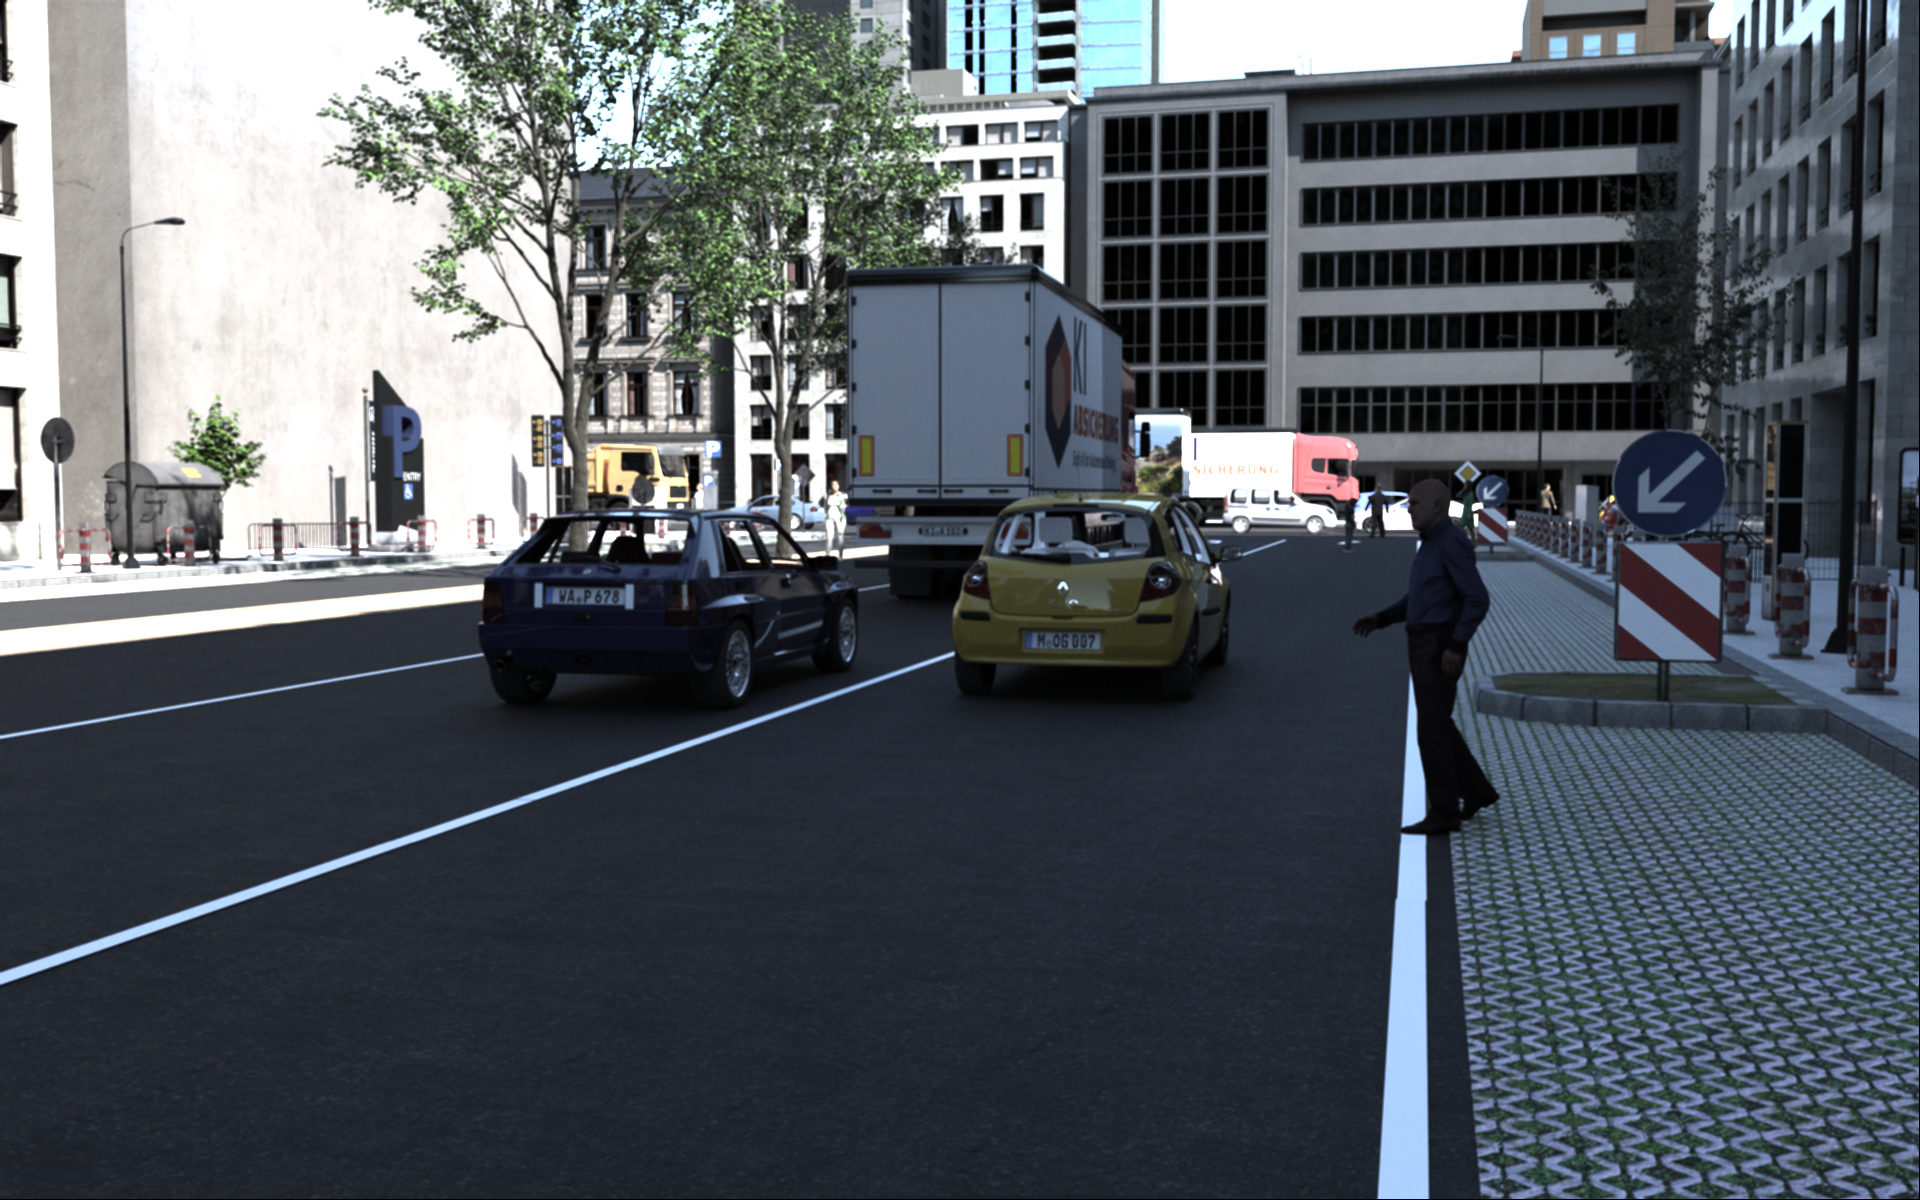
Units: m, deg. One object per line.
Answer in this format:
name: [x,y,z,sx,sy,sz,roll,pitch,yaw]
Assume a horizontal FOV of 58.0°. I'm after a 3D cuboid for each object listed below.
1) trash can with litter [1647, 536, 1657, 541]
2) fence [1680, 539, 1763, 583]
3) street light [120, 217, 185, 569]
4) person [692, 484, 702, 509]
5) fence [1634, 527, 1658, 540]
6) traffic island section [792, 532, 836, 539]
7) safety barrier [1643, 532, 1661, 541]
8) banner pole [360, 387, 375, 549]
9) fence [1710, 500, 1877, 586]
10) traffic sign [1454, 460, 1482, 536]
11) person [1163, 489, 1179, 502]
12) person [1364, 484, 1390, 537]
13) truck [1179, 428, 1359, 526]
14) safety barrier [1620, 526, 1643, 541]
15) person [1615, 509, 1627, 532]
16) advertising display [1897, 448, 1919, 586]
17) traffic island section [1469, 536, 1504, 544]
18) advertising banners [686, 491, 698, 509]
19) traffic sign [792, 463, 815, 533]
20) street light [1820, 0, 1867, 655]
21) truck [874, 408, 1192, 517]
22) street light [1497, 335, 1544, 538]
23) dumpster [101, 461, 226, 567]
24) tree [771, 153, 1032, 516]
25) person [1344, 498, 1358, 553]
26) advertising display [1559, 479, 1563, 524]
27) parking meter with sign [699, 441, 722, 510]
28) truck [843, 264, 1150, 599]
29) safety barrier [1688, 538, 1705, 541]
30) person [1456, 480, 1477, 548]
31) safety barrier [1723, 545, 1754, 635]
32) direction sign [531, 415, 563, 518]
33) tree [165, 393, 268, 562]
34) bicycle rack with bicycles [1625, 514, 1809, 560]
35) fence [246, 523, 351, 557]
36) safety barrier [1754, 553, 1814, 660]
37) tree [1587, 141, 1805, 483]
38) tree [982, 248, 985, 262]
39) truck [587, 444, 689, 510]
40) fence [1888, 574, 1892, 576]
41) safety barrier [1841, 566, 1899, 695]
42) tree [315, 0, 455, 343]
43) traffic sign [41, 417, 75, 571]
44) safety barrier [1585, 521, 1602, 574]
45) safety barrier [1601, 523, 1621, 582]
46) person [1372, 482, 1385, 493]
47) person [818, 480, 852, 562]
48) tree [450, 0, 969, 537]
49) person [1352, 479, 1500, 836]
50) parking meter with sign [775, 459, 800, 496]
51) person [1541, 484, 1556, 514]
trash can with litter: [17.583,-1.973,43.643,0.624,1.170,1.055,-1,4,-8]
fence: [9.957,-0.429,22.386,0.278,0.683,2.069,-1,4,-16]
street light: [-13.659,-3.472,29.312,1.470,5.913,1.316,1,4,15]
person: [-9.440,-3.326,63.109,0.641,1.798,0.478,-2,4,-32]
fence: [17.201,-1.616,41.799,0.278,0.683,2.069,-3,5,-40]
traffic island section: [-5.115,-2.090,56.459,2.009,0.180,2.903,1,4,15]
safety barrier: [8.373,-0.386,20.584,0.300,0.817,1.120,1,4,15]
banner pole: [-13.912,-3.116,40.956,0.401,3.779,0.863,1,4,9]
fence: [11.571,-0.800,24.286,2.264,1.192,0.480,0,4,-1]
traffic sign: [14.956,-2.900,51.063,0.795,2.450,0.064,1,4,15]
person: [5.106,-1.914,42.007,0.590,1.554,0.614,2,4,25]
person: [13.770,-2.950,57.287,0.990,1.755,0.434,-1,4,-17]
truck: [12.123,-5.252,74.789,11.283,4.237,2.839,1,4,15]
safety barrier: [9.003,-0.532,22.966,0.300,0.817,1.120,1,4,15]
person: [21.535,-2.900,56.249,0.599,1.781,0.374,1,4,22]
advertising display: [13.426,-1.137,23.798,0.123,1.923,0.974,-3,5,-43]
traffic island section: [14.981,-1.765,51.134,2.009,0.180,2.903,1,4,15]
advertising banners: [-13.603,-5.551,86.948,0.090,3.025,2.074,-3,4,-37]
traffic sign: [-5.090,-3.226,56.391,0.795,2.450,0.064,1,4,15]
street light: [6.635,-2.535,13.988,1.470,5.913,1.316,1,4,15]
truck: [2.082,-4.278,58.863,11.283,4.237,2.839,1,4,14]
street light: [16.392,-4.776,50.635,1.470,5.913,1.316,1,4,15]
dumpster: [-14.408,-1.566,31.370,1.264,1.857,1.865,1,4,15]
tree: [-1.183,-6.656,45.702,8.767,10.594,7.601,1,4,15]
person: [9.499,-1.820,42.169,0.340,1.345,0.435,-3,4,-38]
advertising display: [26.154,-4.290,75.359,0.123,1.923,0.974,1,4,19]
parking meter with sign: [-8.097,-3.650,55.942,0.543,3.016,1.738,0,4,1]
truck: [0.997,-2.318,26.813,2.839,4.237,11.283,1,4,13]
safety barrier: [7.739,-0.241,18.223,0.300,0.817,1.120,1,4,15]
person: [13.320,-2.239,45.351,0.529,1.795,0.600,-1,4,-9]
safety barrier: [7.116,-0.097,15.862,0.300,0.817,1.120,1,4,15]
direction sign: [-11.861,-3.538,49.848,0.876,3.537,0.379,0,4,-5]
tree: [-14.163,-2.370,33.351,1.663,3.219,1.824,0,3,0]
bicycle rack with bicycles: [12.893,-1.040,30.382,2.852,0.926,2.925,-3,4,-36]
fence: [-13.479,-1.225,35.410,2.069,0.683,0.278,-1,4,-14]
safety barrier: [6.486,0.047,13.501,0.300,0.817,1.120,1,4,15]
tree: [15.121,-5.253,36.249,4.360,8.622,3.978,0,3,0]
tree: [0.062,-6.048,51.711,4.360,8.622,3.978,0,3,0]
truck: [-14.825,-4.452,68.720,9.791,3.379,3.469,1,4,17]
fence: [13.859,-0.932,26.448,0.480,1.192,2.264,2,4,33]
safety barrier: [5.857,0.192,11.128,0.300,0.817,1.120,1,4,15]
tree: [-5.988,-6.042,27.005,9.928,11.665,9.643,0,3,0]
traffic sign: [-14.958,-1.748,28.692,0.768,2.556,0.104,1,4,23]
safety barrier: [10.258,-0.821,27.692,0.300,0.817,1.120,1,4,15]
safety barrier: [9.631,-0.676,25.331,0.300,0.817,1.120,1,4,15]
person: [16.708,-3.747,69.125,0.648,1.900,0.474,-1,4,-13]
person: [-2.642,-1.682,36.728,0.841,1.734,0.376,1,4,16]
tree: [-3.711,-6.639,36.757,9.928,11.665,9.643,0,3,0]
person: [1.976,0.232,7.396,0.600,1.496,0.574,2,4,24]
parking meter with sign: [-8.352,-5.490,86.018,1.738,3.016,0.543,2,4,33]
person: [22.973,-3.631,67.776,0.656,1.842,0.836,0,4,1]
